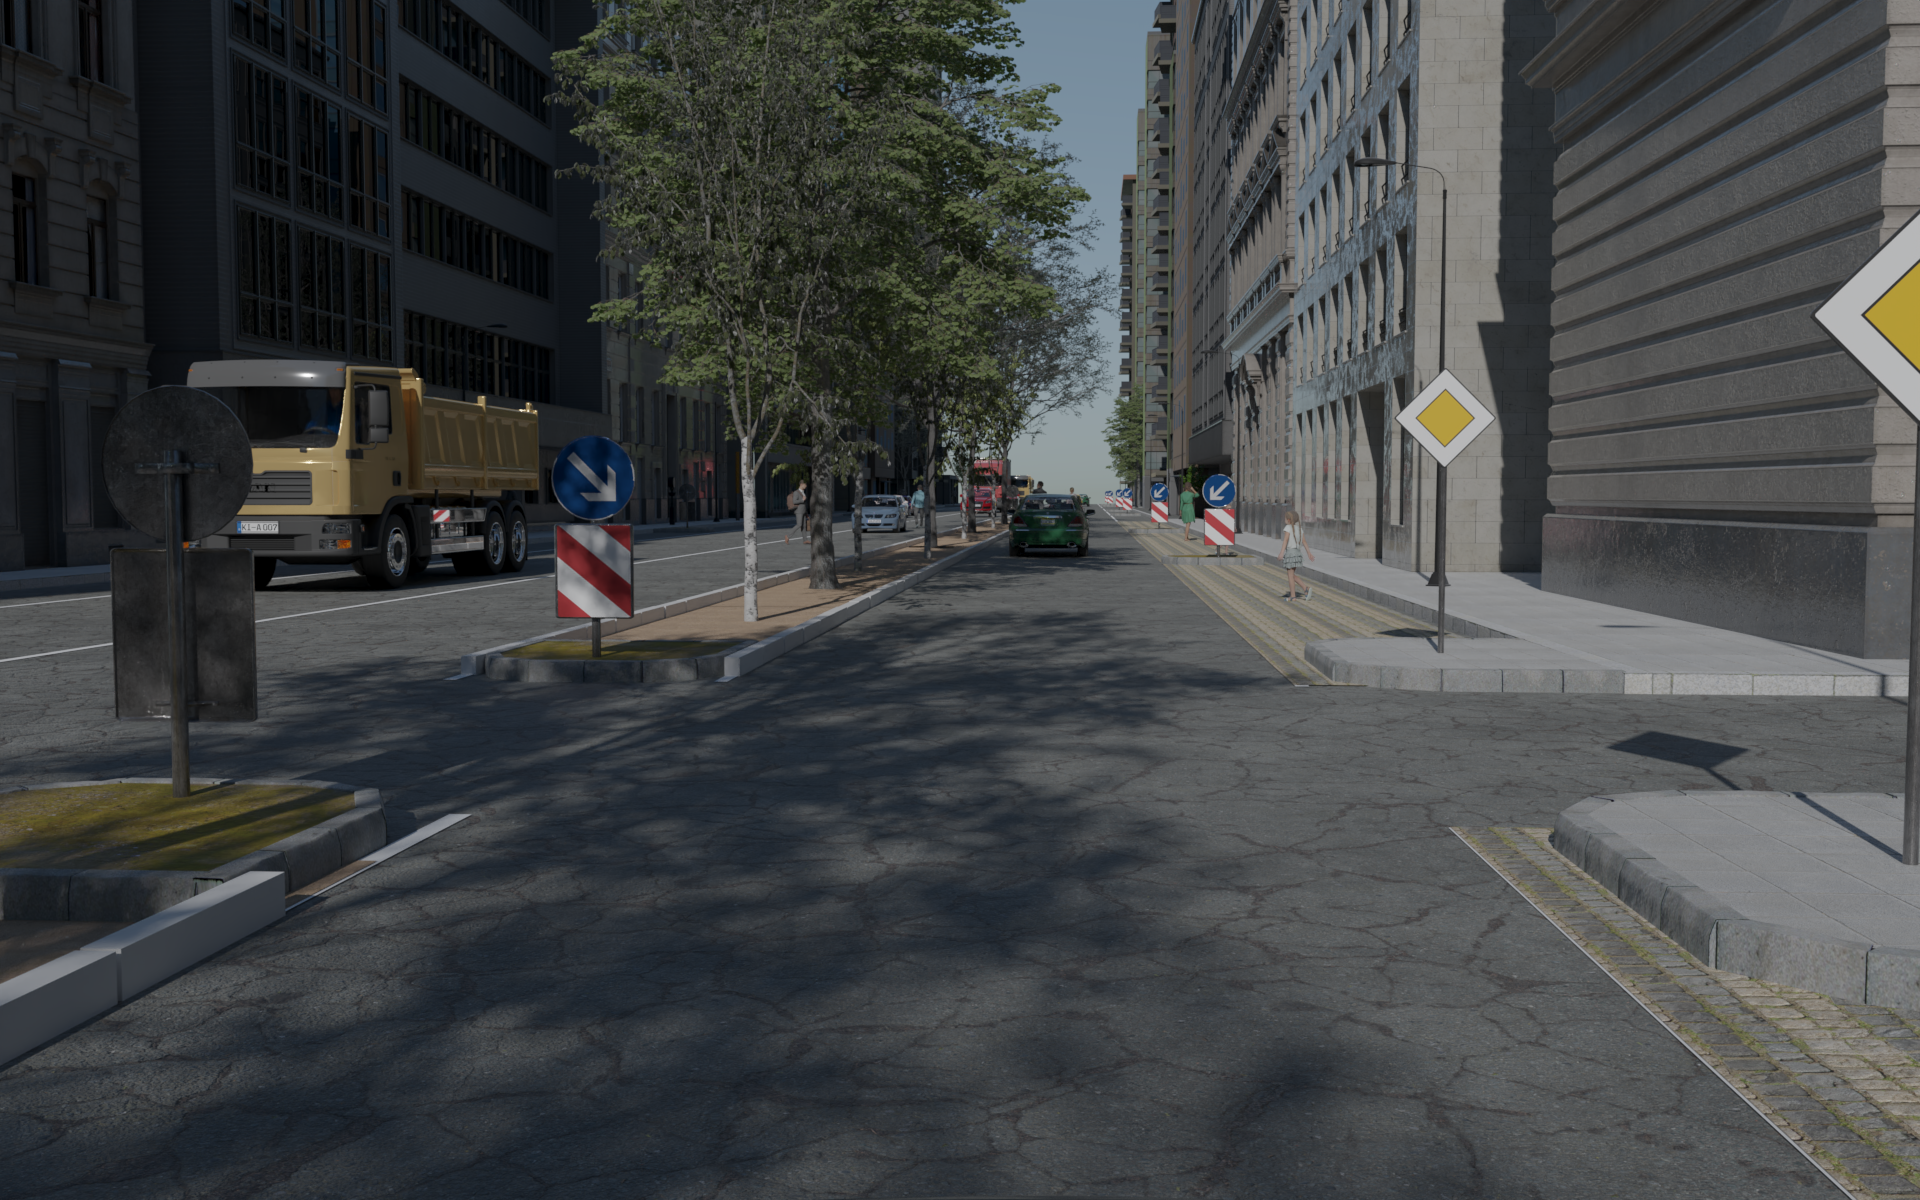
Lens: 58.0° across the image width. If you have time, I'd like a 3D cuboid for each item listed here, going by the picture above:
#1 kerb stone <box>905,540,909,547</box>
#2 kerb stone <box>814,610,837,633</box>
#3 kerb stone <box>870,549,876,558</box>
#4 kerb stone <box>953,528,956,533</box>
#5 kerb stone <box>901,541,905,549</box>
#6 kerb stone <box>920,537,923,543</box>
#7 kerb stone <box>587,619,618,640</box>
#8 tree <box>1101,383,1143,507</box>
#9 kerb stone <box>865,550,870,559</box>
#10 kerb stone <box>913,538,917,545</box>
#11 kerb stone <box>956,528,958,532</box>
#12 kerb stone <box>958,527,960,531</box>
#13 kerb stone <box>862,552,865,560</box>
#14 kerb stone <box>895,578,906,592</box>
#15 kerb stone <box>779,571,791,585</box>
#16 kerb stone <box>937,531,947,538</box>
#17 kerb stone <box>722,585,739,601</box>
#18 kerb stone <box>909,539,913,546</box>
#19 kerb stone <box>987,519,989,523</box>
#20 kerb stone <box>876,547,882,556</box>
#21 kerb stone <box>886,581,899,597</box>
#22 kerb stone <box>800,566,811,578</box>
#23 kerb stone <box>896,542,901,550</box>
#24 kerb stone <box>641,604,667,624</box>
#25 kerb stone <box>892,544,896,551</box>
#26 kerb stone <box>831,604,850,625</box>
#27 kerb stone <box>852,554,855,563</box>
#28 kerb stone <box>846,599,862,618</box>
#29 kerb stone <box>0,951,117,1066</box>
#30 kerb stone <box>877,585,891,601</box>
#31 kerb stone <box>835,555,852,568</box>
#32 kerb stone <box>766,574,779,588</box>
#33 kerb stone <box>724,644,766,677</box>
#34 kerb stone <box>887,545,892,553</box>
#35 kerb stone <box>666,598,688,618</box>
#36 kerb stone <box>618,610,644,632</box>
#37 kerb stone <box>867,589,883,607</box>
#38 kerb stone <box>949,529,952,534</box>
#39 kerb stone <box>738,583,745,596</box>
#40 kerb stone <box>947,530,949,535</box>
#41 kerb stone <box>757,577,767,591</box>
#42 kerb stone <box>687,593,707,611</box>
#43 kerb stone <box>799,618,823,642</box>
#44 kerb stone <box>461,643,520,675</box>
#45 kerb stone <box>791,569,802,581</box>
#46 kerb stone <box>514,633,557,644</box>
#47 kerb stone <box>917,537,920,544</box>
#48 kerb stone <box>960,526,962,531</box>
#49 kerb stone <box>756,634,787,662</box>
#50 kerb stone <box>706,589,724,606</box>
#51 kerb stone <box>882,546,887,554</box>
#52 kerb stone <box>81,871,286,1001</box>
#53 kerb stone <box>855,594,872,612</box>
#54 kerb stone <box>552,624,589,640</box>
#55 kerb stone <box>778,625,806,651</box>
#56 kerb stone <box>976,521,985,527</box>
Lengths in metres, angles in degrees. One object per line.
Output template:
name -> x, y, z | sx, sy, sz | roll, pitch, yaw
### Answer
kerb stone -> -1.534, -1.452, 45.933 | 0.120, 0.150, 1.000 | 0, 4, 4
kerb stone -> -1.448, 0.245, 18.183 | 0.120, 0.150, 1.000 | 0, 4, 4
kerb stone -> -2.060, -1.014, 38.778 | 0.120, 0.150, 1.000 | 0, 4, 4
kerb stone -> -0.328, -2.452, 62.290 | 0.120, 0.150, 1.000 | 0, 4, 4
kerb stone -> -1.612, -1.389, 44.914 | 0.120, 0.150, 1.000 | 0, 4, 4
kerb stone -> -1.238, -1.702, 50.031 | 0.120, 0.150, 1.000 | 0, 4, 4
kerb stone -> -3.631, 0.301, 17.270 | 0.120, 0.150, 1.000 | 0, 4, 4
tree -> 18.142, -15.753, 175.692 | 7.486, 12.596, 7.792 | 0, 3, 0
kerb stone -> -2.131, -0.951, 37.749 | 0.120, 0.150, 1.000 | 0, 4, 4
kerb stone -> -1.375, -1.578, 47.989 | 0.120, 0.150, 1.000 | 0, 4, 4
kerb stone -> -0.255, -2.512, 63.315 | 0.120, 0.150, 1.000 | 0, 4, 4
kerb stone -> -0.191, -2.577, 64.337 | 0.120, 0.150, 1.000 | 0, 4, 4
kerb stone -> -2.199, -0.889, 36.723 | 0.120, 0.150, 1.000 | 0, 4, 4
kerb stone -> -0.933, -0.192, 25.349 | 0.120, 0.150, 1.000 | 0, 4, 4
kerb stone -> -2.877, -0.326, 27.535 | 0.120, 0.150, 1.000 | 0, 4, 4
kerb stone -> -0.633, -2.202, 58.198 | 0.120, 0.150, 1.000 | 0, 4, 4
kerb stone -> -3.177, -0.075, 23.428 | 0.120, 0.150, 1.000 | 0, 4, 4
kerb stone -> -1.449, -1.514, 46.957 | 0.120, 0.150, 1.000 | 0, 4, 4
kerb stone -> 1.164, -3.703, 82.745 | 0.120, 0.150, 1.000 | 0, 4, 4
kerb stone -> -1.978, -1.075, 39.796 | 0.120, 0.150, 1.000 | 0, 4, 4
kerb stone -> -1.010, -0.127, 24.330 | 0.120, 0.150, 1.000 | 0, 4, 4
kerb stone -> -2.724, -0.451, 29.573 | 0.120, 0.150, 1.000 | 0, 4, 4
kerb stone -> -1.680, -1.327, 43.894 | 0.120, 0.150, 1.000 | 0, 4, 4
kerb stone -> -3.481, 0.175, 19.329 | 0.120, 0.150, 1.000 | 0, 4, 4
kerb stone -> -1.757, -1.265, 42.875 | 0.120, 0.150, 1.000 | 0, 4, 4
kerb stone -> -1.377, 0.183, 19.202 | 0.120, 0.150, 1.000 | 0, 4, 4
kerb stone -> -2.276, -0.826, 35.703 | 0.120, 0.150, 1.000 | 0, 4, 4
kerb stone -> -1.303, 0.128, 20.233 | 0.120, 0.150, 1.000 | 0, 4, 4
kerb stone -> -2.463, 1.090, 4.368 | 0.120, 0.150, 1.000 | 0, 4, 4
kerb stone -> -1.081, -0.068, 23.309 | 0.120, 0.150, 1.000 | 0, 4, 4
kerb stone -> -2.350, -0.764, 34.683 | 0.120, 0.150, 1.000 | 0, 4, 4
kerb stone -> -2.958, -0.264, 26.506 | 0.120, 0.150, 1.000 | 0, 4, 4
kerb stone -> -1.753, 0.496, 14.093 | 0.120, 0.150, 1.000 | 0, 4, 4
kerb stone -> -1.828, -1.202, 41.856 | 0.120, 0.150, 1.000 | 0, 4, 4
kerb stone -> -3.395, 0.115, 20.353 | 0.120, 0.150, 1.000 | 0, 4, 4
kerb stone -> -3.554, 0.238, 18.306 | 0.120, 0.150, 1.000 | 0, 4, 4
kerb stone -> -1.148, -0.006, 22.290 | 0.120, 0.150, 1.000 | 0, 4, 4
kerb stone -> -0.481, -2.326, 60.240 | 0.120, 0.150, 1.000 | 0, 4, 4
kerb stone -> -3.101, -0.138, 24.452 | 0.120, 0.150, 1.000 | 0, 4, 4
kerb stone -> -0.559, -2.263, 59.217 | 0.120, 0.150, 1.000 | 0, 4, 4
kerb stone -> -3.022, -0.201, 25.478 | 0.120, 0.150, 1.000 | 0, 4, 4
kerb stone -> -3.320, 0.050, 21.382 | 0.120, 0.150, 1.000 | 0, 4, 4
kerb stone -> -1.523, 0.312, 17.164 | 0.120, 0.150, 1.000 | 0, 4, 4
kerb stone -> -3.852, 0.489, 14.198 | 0.120, 0.150, 1.000 | 0, 4, 4
kerb stone -> -2.795, -0.389, 28.553 | 0.120, 0.150, 1.000 | 0, 4, 4
kerb stone -> -3.773, 0.427, 15.221 | 0.120, 0.150, 1.000 | 0, 4, 4
kerb stone -> -1.309, -1.640, 49.011 | 0.120, 0.150, 1.000 | 0, 4, 4
kerb stone -> -0.105, -2.640, 65.365 | 0.120, 0.150, 1.000 | 0, 4, 4
kerb stone -> -1.681, 0.436, 15.116 | 0.120, 0.150, 1.000 | 0, 4, 4
kerb stone -> -3.253, -0.011, 22.409 | 0.120, 0.150, 1.000 | 0, 4, 4
kerb stone -> -1.906, -1.140, 40.834 | 0.120, 0.150, 1.000 | 0, 4, 4
kerb stone -> -2.389, 1.028, 5.389 | 0.120, 0.150, 1.000 | 0, 4, 4
kerb stone -> -1.233, 0.061, 21.260 | 0.120, 0.150, 1.000 | 0, 4, 4
kerb stone -> -3.704, 0.364, 16.242 | 0.120, 0.150, 1.000 | 0, 4, 4
kerb stone -> -1.603, 0.371, 16.141 | 0.120, 0.150, 1.000 | 0, 4, 4
kerb stone -> 0.941, -3.516, 79.678 | 0.120, 0.150, 1.000 | 0, 4, 4
